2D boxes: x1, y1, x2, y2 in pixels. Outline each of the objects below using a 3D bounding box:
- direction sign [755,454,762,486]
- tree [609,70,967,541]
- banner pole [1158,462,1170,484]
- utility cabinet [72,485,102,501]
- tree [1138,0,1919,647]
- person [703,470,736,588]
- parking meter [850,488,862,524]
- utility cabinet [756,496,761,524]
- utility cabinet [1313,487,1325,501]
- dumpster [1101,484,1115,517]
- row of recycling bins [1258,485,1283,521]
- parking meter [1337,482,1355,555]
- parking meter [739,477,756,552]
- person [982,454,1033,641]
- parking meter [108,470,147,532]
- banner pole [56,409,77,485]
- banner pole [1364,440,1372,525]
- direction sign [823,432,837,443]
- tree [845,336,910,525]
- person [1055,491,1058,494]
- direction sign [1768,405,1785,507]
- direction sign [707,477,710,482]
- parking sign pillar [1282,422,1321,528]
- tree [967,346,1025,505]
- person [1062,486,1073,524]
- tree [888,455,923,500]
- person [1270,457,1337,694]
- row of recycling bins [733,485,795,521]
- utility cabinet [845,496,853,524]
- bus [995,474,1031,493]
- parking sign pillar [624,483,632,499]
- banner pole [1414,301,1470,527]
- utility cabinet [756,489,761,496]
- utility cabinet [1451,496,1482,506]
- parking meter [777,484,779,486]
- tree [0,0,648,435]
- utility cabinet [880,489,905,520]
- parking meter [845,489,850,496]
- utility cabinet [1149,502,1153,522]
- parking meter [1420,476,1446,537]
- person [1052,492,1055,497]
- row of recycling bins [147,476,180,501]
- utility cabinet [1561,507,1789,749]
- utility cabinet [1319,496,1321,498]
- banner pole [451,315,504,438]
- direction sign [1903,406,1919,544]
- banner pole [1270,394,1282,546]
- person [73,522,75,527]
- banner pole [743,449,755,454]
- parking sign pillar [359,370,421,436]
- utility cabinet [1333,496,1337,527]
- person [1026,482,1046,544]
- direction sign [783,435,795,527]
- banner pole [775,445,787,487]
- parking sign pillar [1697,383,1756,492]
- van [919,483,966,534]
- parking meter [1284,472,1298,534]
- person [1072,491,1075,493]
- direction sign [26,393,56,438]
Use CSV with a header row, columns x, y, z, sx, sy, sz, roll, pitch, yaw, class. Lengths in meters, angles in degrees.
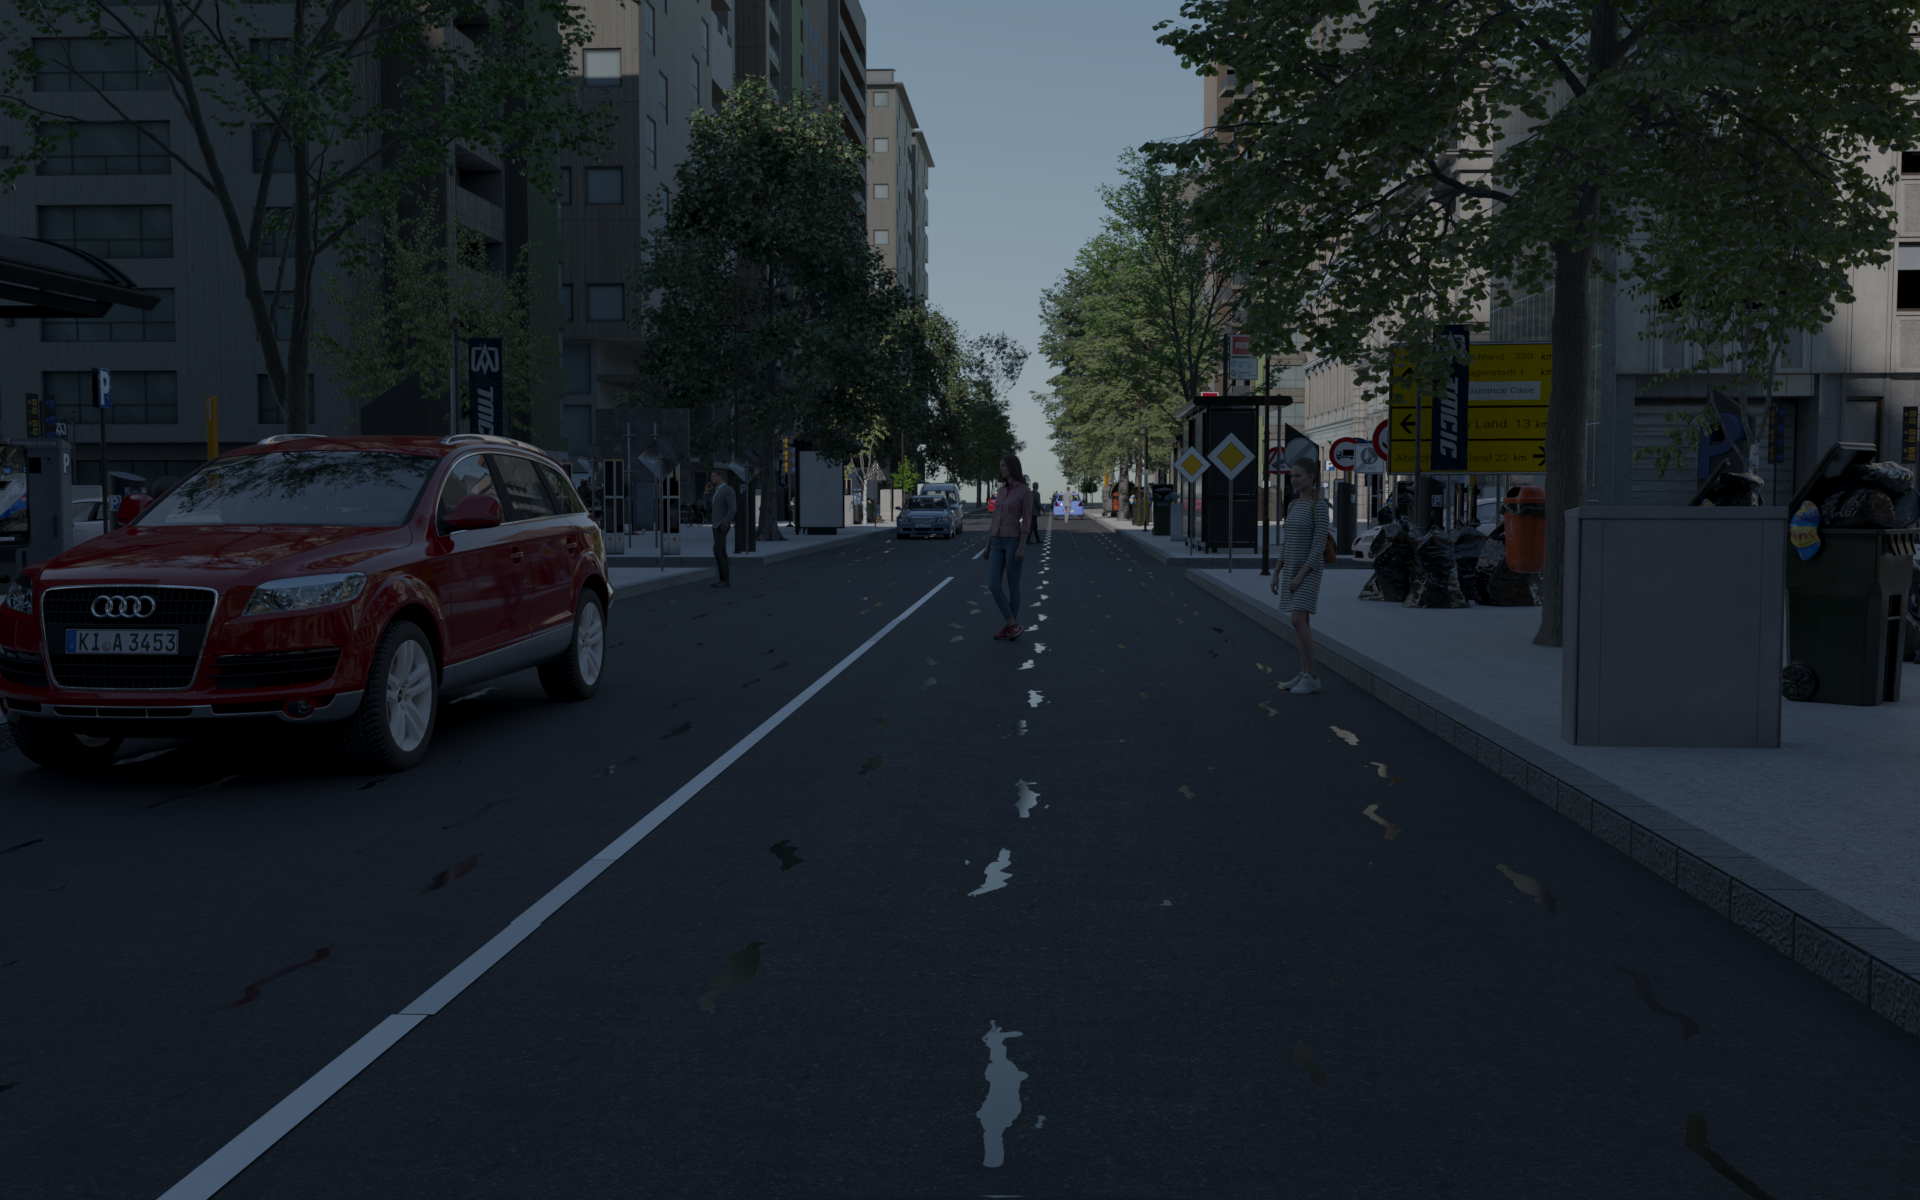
x,y,z,sx,sy,sz,roll,pitch,yaw,class
-11.298,-6.501,98.282,0.876,3.537,0.379,0,4,-6,direction sign
-5.149,-7.961,47.163,9.611,12.733,9.660,0,3,0,tree
10.984,-6.276,92.625,0.863,3.779,0.401,1,4,16,banner pole
-22.122,-2.128,43.471,1.173,1.500,0.318,0,4,-1,utility cabinet
5.511,-5.873,14.154,7.486,12.596,7.792,0,3,0,tree
-3.709,-1.103,26.712,0.473,1.802,0.592,-1,4,-15,person
-4.352,-3.978,73.449,0.372,1.533,0.369,0,3,0,parking meter
-8.477,-3.874,74.506,1.020,1.237,0.306,-2,4,-26,utility cabinet
10.563,-2.674,52.402,0.318,1.500,1.173,-1,4,-22,utility cabinet
8.728,-5.712,99.152,1.264,1.857,1.865,0,4,3,dumpster
14.446,-4.567,81.775,3.534,1.692,1.069,2,4,28,row of recycling bins
8.124,-1.715,36.450,0.372,1.533,0.369,0,3,0,parking meter
-4.757,-2.003,38.455,0.399,1.863,0.255,1,4,20,parking meter
0.453,-0.522,17.051,0.555,1.821,0.388,2,4,34,person
-8.828,-0.611,18.402,0.372,1.533,0.369,0,3,0,parking meter
-26.222,-3.720,50.839,0.863,3.779,0.401,-3,5,-45,banner pole
16.876,-4.958,71.085,0.863,3.779,0.401,-2,4,-35,banner pole
-4.478,-4.170,60.182,0.876,3.537,0.379,-2,4,-35,direction sign
-4.018,-7.469,72.479,4.737,8.622,4.395,0,3,0,tree
12.479,-13.180,223.629,1.348,1.869,0.705,0,4,-4,person
20.896,-3.205,44.391,0.379,3.537,0.876,0,4,2,direction sign
-16.185,-7.169,109.207,0.876,3.537,0.379,1,4,18,direction sign
12.874,-4.687,65.108,1.447,3.967,1.447,0,4,-1,parking sign pillar
-2.680,-11.203,100.171,9.611,12.733,9.660,0,3,0,tree
5.289,-4.614,84.131,0.606,1.804,0.583,3,4,36,person
-2.775,-5.577,85.787,1.663,3.219,1.824,0,3,0,tree
2.520,-0.194,12.679,0.522,1.701,0.512,-2,4,-27,person
-9.135,-4.587,82.109,3.534,1.692,1.069,-2,4,-27,row of recycling bins
-4.732,-3.906,75.029,0.306,1.237,1.020,-1,4,-22,utility cabinet
4.949,-9.938,157.349,2.948,3.499,13.247,0,4,4,bus
-14.451,-5.255,74.393,1.447,3.967,1.447,1,4,13,parking sign pillar
6.202,-1.990,22.551,0.863,3.779,0.401,1,4,16,banner pole
-9.418,-4.333,79.528,0.318,1.500,1.173,3,4,38,utility cabinet
16.205,-2.716,55.575,1.020,1.237,0.306,0,4,4,utility cabinet
-9.825,-5.351,93.198,0.399,1.863,0.255,0,4,-1,parking meter
-7.207,-5.651,18.144,9.928,11.665,9.643,0,3,0,tree
-3.238,-4.560,83.240,1.173,1.500,0.318,2,4,25,utility cabinet
-5.153,-4.329,79.196,0.372,1.533,0.369,0,3,0,parking meter
8.989,-4.138,78.810,1.020,1.237,0.306,2,4,24,utility cabinet
6.737,-1.000,24.753,0.372,1.533,0.369,0,3,0,parking meter
12.158,-13.045,222.696,0.541,1.710,0.530,2,4,26,person
-17.834,-2.014,40.044,1.069,1.692,3.534,2,4,35,row of recycling bins
3.646,0.139,8.883,1.020,1.237,0.306,0,4,5,utility cabinet
9.348,-2.169,46.624,0.306,1.237,1.020,-1,4,-15,utility cabinet
-6.816,-2.100,24.346,0.863,3.779,0.401,-1,4,-12,banner pole
24.688,-3.214,44.550,0.876,3.537,0.379,3,5,44,direction sign
8.016,-3.269,43.470,0.401,3.779,0.863,1,4,16,banner pole
-16.505,-1.378,31.709,0.731,1.740,0.598,1,4,14,person
-10.785,-6.003,88.174,0.863,3.779,0.401,1,4,15,banner pole
-12.344,-2.994,37.430,1.447,3.967,1.447,-3,4,-36,parking sign pillar
14.623,-3.414,66.977,0.306,1.237,1.020,1,4,19,utility cabinet
2.181,-2.488,49.573,0.834,1.777,0.661,-3,5,-42,person
-6.591,-4.591,67.057,0.379,3.537,0.876,-3,5,-41,direction sign
-9.046,-5.942,87.173,0.863,3.779,0.401,1,4,19,banner pole
18.263,-3.232,41.307,1.447,3.967,1.447,-2,4,-26,parking sign pillar
-0.763,-3.409,62.742,2.013,2.044,4.112,0,4,2,van
8.094,-2.227,42.117,0.399,1.863,0.255,-1,4,-23,parking meter
8.848,-7.738,136.492,0.593,1.643,0.415,0,4,1,person
-20.841,-2.897,39.358,0.379,3.537,0.876,1,4,12,direction sign
